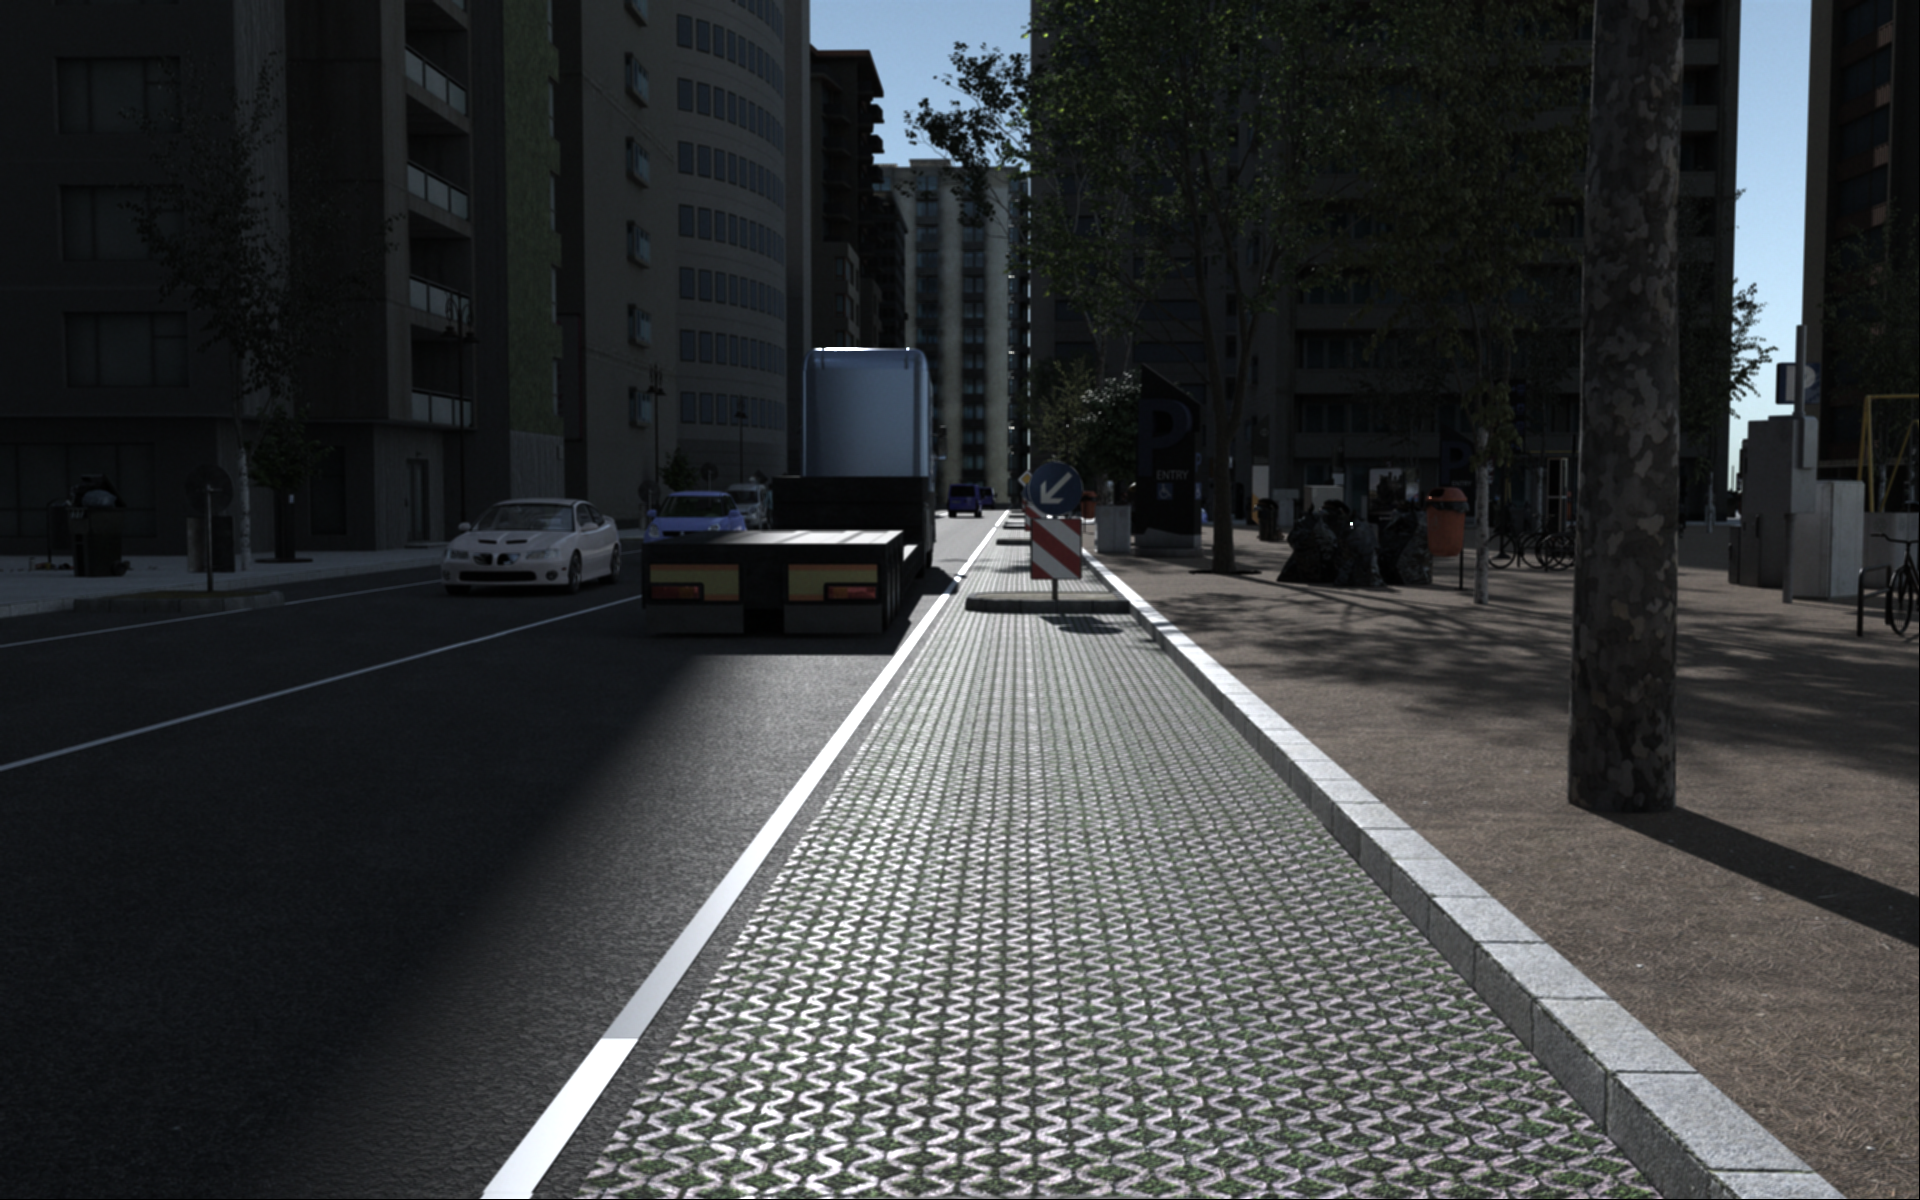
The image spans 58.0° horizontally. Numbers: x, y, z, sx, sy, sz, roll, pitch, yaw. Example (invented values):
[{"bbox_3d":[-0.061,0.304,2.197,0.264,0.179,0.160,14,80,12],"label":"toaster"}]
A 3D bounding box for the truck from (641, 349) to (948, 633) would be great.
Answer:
[{"bbox_3d":[-1.831,-2.239,26.370,2.967,4.110,18.799,0,4,1],"label":"truck"}]

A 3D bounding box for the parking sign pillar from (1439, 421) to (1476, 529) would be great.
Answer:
[{"bbox_3d":[18.258,-4.593,63.572,1.447,3.967,1.447,1,4,18],"label":"parking sign pillar"}]

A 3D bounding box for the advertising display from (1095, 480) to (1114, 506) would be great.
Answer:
[{"bbox_3d":[6.634,-4.535,79.369,0.974,1.923,0.123,-2,4,-29],"label":"advertising display"}]

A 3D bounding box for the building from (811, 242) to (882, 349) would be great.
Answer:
[{"bbox_3d":[-20.979,-17.662,133.808,27.650,21.520,28.899,0,4,2],"label":"building"}]

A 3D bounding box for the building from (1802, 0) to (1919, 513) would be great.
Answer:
[{"bbox_3d":[58.859,-26.565,88.958,28.867,44.769,22.147,0,4,2],"label":"building"}]

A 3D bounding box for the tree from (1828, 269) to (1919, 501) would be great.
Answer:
[{"bbox_3d":[30.594,-6.455,55.899,4.360,8.622,3.978,0,3,0],"label":"tree"}]

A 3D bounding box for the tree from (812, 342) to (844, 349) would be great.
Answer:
[{"bbox_3d":[-9.197,-11.483,113.497,9.928,11.665,9.643,0,3,0],"label":"tree"}]

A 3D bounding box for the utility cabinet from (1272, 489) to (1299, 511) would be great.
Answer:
[{"bbox_3d":[14.714,-4.260,78.335,1.173,1.500,0.318,0,4,-4],"label":"utility cabinet"}]

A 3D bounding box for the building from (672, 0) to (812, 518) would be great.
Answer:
[{"bbox_3d":[-20.209,-33.704,93.055,21.231,58.520,28.212,0,4,2],"label":"building"}]

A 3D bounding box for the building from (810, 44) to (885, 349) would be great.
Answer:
[{"bbox_3d":[-18.981,-31.480,169.319,22.147,44.769,28.867,0,4,2],"label":"building"}]

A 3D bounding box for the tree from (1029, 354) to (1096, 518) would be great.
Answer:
[{"bbox_3d":[5.763,-8.628,91.432,4.360,8.622,3.978,0,3,0],"label":"tree"}]

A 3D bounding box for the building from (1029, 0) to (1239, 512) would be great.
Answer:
[{"bbox_3d":[16.083,-36.430,137.624,21.231,58.520,28.212,0,4,2],"label":"building"}]

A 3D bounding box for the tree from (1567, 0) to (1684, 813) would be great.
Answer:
[{"bbox_3d":[4.128,-9.184,6.052,12.611,20.169,13.585,0,3,0],"label":"tree"}]

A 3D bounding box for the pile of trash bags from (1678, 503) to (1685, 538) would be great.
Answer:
[{"bbox_3d":[20.119,-2.493,50.507,1.912,1.369,3.447,1,4,19],"label":"pile of trash bags"}]

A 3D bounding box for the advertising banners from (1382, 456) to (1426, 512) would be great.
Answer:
[{"bbox_3d":[20.502,-5.127,80.007,2.074,3.025,0.090,2,4,32],"label":"advertising banners"}]

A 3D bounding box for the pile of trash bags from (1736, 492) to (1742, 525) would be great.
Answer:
[{"bbox_3d":[31.411,-3.462,66.349,1.912,1.369,3.447,-3,4,-37],"label":"pile of trash bags"}]

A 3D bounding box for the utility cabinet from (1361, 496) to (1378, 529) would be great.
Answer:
[{"bbox_3d":[15.473,-3.266,64.563,1.020,1.237,0.306,1,4,14],"label":"utility cabinet"}]

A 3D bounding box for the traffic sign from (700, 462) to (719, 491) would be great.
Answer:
[{"bbox_3d":[-10.104,-4.261,69.771,0.768,2.556,0.104,0,4,8],"label":"traffic sign"}]

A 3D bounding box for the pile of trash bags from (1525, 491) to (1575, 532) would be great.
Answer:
[{"bbox_3d":[18.736,-2.818,55.820,1.912,1.369,3.447,-1,4,-13],"label":"pile of trash bags"}]

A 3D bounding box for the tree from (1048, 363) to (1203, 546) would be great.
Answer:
[{"bbox_3d":[4.403,-3.659,43.537,4.285,4.588,4.351,0,3,0],"label":"tree"}]

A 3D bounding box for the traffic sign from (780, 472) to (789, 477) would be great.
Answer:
[{"bbox_3d":[-8.050,-4.645,79.581,0.795,2.450,0.064,0,4,2],"label":"traffic sign"}]

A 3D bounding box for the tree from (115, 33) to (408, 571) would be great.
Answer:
[{"bbox_3d":[-11.676,-4.787,28.633,4.360,8.622,3.978,0,3,0],"label":"tree"}]

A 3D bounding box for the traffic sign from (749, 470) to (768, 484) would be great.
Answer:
[{"bbox_3d":[-8.326,-4.156,71.600,0.795,2.450,0.064,0,4,2],"label":"traffic sign"}]

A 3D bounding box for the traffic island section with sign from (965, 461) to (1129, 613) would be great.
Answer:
[{"bbox_3d":[1.074,-0.797,21.667,1.989,1.847,2.006,0,4,2],"label":"traffic island section with sign"}]

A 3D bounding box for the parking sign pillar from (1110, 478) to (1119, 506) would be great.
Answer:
[{"bbox_3d":[9.856,-7.655,113.635,1.447,3.967,1.447,-1,4,-16],"label":"parking sign pillar"}]

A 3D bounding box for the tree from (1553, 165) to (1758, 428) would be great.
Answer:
[{"bbox_3d":[16.090,-5.471,39.810,4.360,8.622,3.978,0,3,0],"label":"tree"}]

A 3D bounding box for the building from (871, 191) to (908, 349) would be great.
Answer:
[{"bbox_3d":[-18.719,-31.912,213.638,23.993,40.220,32.217,0,4,2],"label":"building"}]

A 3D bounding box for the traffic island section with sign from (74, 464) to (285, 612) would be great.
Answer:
[{"bbox_3d":[-9.738,-0.813,21.916,1.989,1.847,2.006,0,4,2],"label":"traffic island section with sign"}]

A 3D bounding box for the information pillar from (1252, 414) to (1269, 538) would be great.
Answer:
[{"bbox_3d":[8.741,-3.605,50.300,0.504,3.616,0.183,0,4,-3],"label":"information pillar"}]

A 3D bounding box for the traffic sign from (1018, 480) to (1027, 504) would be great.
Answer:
[{"bbox_3d":[3.037,-4.620,79.179,0.795,2.450,0.064,0,4,2],"label":"traffic sign"}]

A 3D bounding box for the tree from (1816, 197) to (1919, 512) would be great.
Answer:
[{"bbox_3d":[23.692,-5.721,43.906,4.737,8.622,4.395,0,3,0],"label":"tree"}]

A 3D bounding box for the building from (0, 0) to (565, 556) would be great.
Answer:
[{"bbox_3d":[-18.320,-21.844,40.737,14.154,41.232,14.086,0,4,2],"label":"building"}]

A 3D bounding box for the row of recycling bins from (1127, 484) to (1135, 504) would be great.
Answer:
[{"bbox_3d":[6.946,-3.263,60.460,1.069,1.692,3.534,-2,4,-24],"label":"row of recycling bins"}]

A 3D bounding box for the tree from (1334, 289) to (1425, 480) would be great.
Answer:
[{"bbox_3d":[14.685,-6.501,56.648,4.360,8.622,3.978,0,3,0],"label":"tree"}]

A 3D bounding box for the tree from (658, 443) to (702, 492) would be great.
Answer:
[{"bbox_3d":[-10.614,-4.367,65.999,1.663,3.219,1.824,0,3,0],"label":"tree"}]

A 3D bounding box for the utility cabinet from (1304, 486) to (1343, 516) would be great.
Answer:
[{"bbox_3d":[9.620,-2.270,45.800,1.173,1.500,0.318,-2,4,-34],"label":"utility cabinet"}]

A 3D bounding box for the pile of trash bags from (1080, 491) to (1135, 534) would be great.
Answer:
[{"bbox_3d":[5.430,-2.873,56.729,3.447,1.369,1.912,2,4,33],"label":"pile of trash bags"}]

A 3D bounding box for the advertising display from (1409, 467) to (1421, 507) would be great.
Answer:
[{"bbox_3d":[10.480,-2.208,41.314,0.974,1.923,0.123,0,4,-2],"label":"advertising display"}]

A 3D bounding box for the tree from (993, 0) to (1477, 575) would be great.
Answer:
[{"bbox_3d":[4.342,-6.236,27.710,9.928,11.665,9.643,0,3,0],"label":"tree"}]

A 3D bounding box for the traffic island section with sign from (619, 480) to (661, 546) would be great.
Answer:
[{"bbox_3d":[-8.808,-2.460,48.855,1.989,1.847,2.006,0,4,2],"label":"traffic island section with sign"}]

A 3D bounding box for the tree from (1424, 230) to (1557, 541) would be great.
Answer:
[{"bbox_3d":[15.598,-5.922,47.190,4.360,8.622,3.978,0,3,0],"label":"tree"}]

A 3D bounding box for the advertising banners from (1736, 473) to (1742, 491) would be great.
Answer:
[{"bbox_3d":[63.871,-9.026,143.768,2.074,3.025,0.090,1,4,15],"label":"advertising banners"}]

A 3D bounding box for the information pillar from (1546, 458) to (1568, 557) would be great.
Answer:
[{"bbox_3d":[12.164,-1.885,35.304,0.304,2.012,0.304,3,5,42],"label":"information pillar"}]

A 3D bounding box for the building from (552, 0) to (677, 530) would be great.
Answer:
[{"bbox_3d":[-22.667,-26.723,60.622,21.600,48.544,21.300,0,4,2],"label":"building"}]

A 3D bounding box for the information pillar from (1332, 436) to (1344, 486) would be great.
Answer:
[{"bbox_3d":[15.163,-4.776,69.436,0.504,3.616,0.183,0,4,-6],"label":"information pillar"}]

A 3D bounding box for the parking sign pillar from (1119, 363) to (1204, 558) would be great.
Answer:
[{"bbox_3d":[4.260,-2.867,35.351,1.447,3.967,1.447,2,4,29],"label":"parking sign pillar"}]

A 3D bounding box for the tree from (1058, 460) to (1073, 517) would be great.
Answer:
[{"bbox_3d":[6.074,-6.354,98.497,1.663,3.219,1.824,0,3,0],"label":"tree"}]

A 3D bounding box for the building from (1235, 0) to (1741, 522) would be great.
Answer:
[{"bbox_3d":[25.657,-28.539,90.321,21.600,48.544,21.300,0,4,2],"label":"building"}]

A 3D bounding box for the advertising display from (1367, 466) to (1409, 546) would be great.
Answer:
[{"bbox_3d":[9.989,-2.163,40.580,0.123,1.923,0.974,-3,5,-43],"label":"advertising display"}]

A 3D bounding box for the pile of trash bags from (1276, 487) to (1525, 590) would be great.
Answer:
[{"bbox_3d":[5.986,-0.895,24.387,1.912,1.369,3.447,-1,4,-21],"label":"pile of trash bags"}]

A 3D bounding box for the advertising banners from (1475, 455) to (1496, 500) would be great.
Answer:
[{"bbox_3d":[23.182,-5.029,78.413,2.074,3.025,0.090,1,4,23],"label":"advertising banners"}]

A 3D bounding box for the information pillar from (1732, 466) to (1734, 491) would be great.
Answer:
[{"bbox_3d":[63.766,-9.273,142.972,0.183,3.616,0.504,1,4,22],"label":"information pillar"}]

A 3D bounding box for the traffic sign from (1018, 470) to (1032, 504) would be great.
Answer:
[{"bbox_3d":[2.761,-4.132,71.199,0.795,2.450,0.064,0,4,2],"label":"traffic sign"}]

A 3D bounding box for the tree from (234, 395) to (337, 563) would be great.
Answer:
[{"bbox_3d":[-12.869,-2.331,32.710,1.663,3.219,1.824,0,3,0],"label":"tree"}]

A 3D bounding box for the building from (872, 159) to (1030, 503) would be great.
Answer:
[{"bbox_3d":[-4.278,-38.570,250.220,30.456,49.044,23.786,0,4,2],"label":"building"}]

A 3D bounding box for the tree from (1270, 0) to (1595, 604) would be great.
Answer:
[{"bbox_3d":[5.857,-4.255,19.935,4.737,8.622,4.395,0,3,0],"label":"tree"}]
